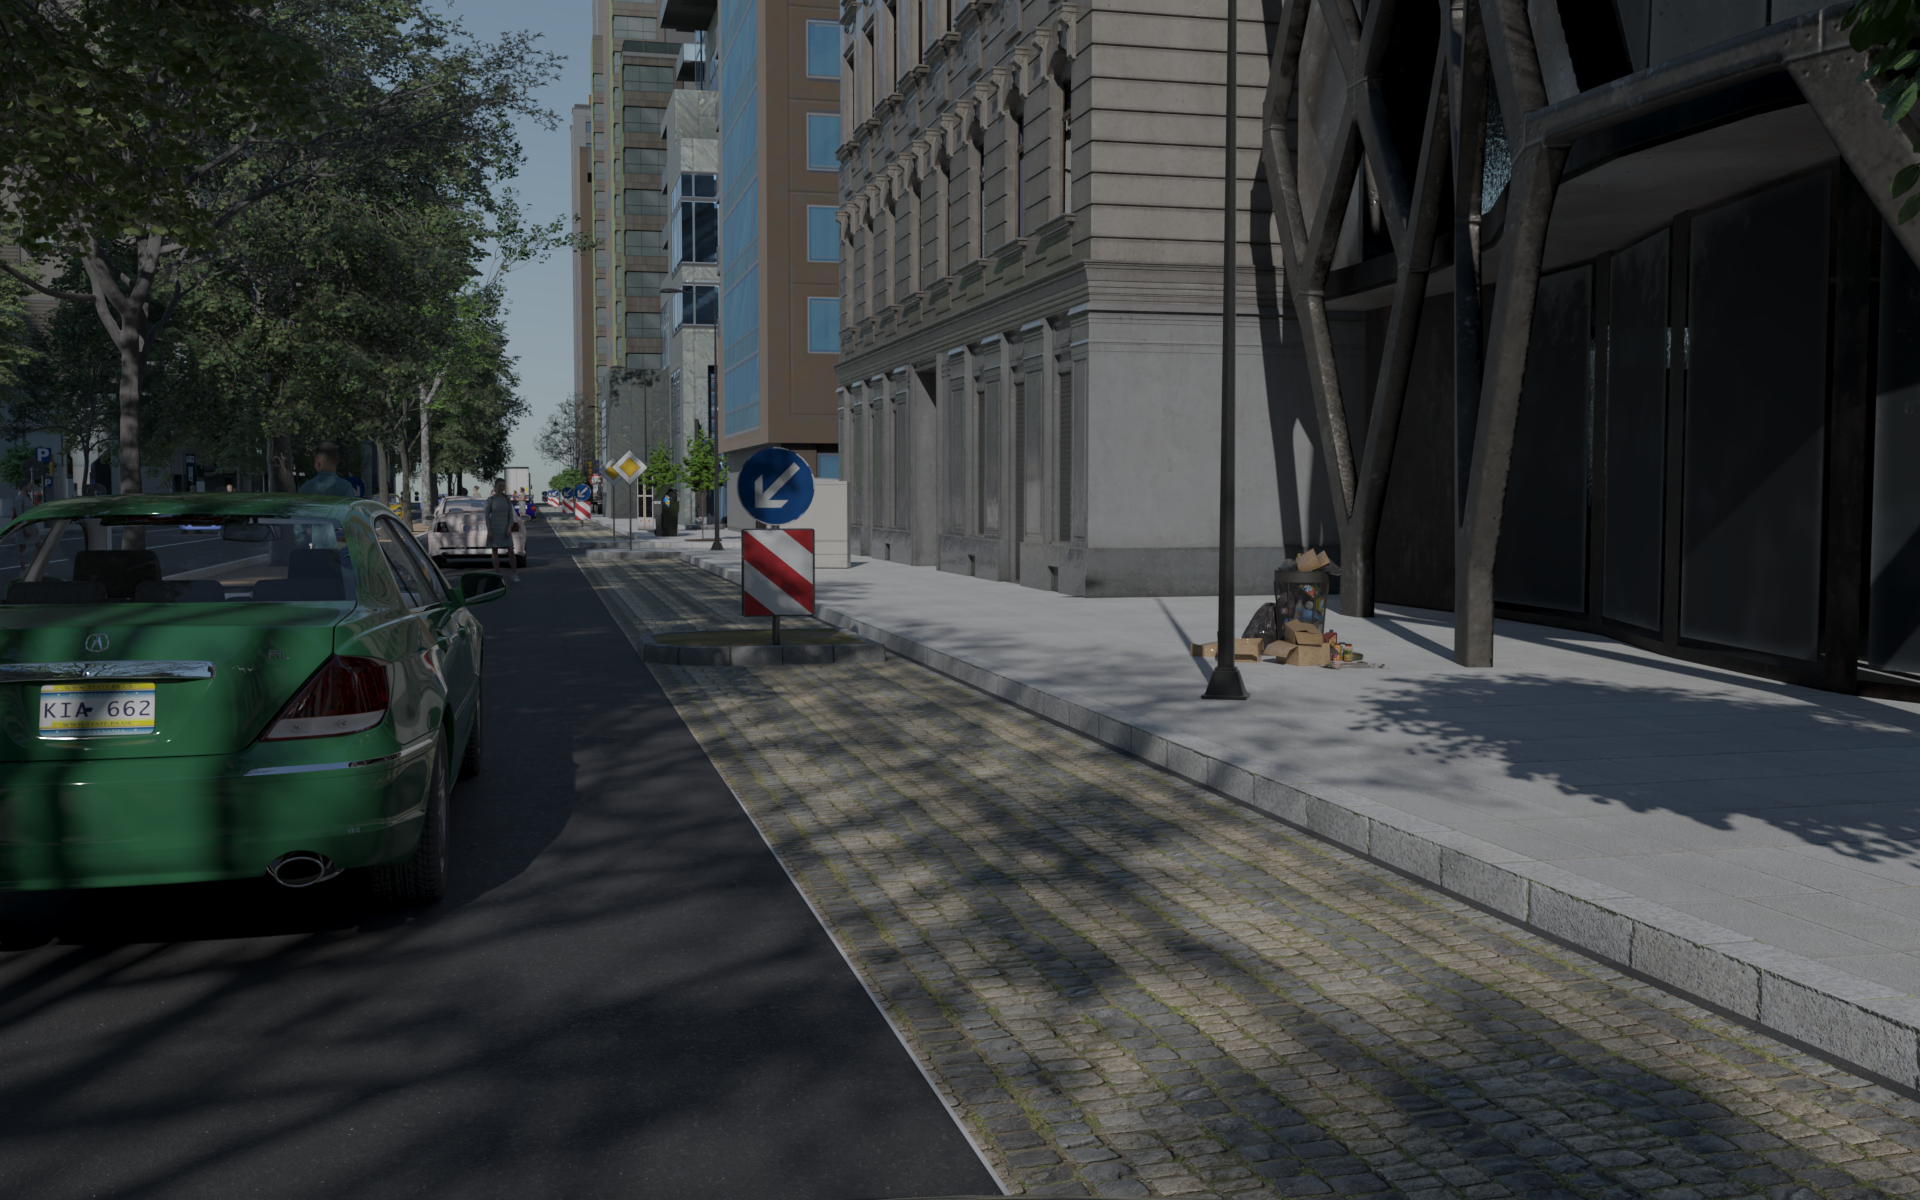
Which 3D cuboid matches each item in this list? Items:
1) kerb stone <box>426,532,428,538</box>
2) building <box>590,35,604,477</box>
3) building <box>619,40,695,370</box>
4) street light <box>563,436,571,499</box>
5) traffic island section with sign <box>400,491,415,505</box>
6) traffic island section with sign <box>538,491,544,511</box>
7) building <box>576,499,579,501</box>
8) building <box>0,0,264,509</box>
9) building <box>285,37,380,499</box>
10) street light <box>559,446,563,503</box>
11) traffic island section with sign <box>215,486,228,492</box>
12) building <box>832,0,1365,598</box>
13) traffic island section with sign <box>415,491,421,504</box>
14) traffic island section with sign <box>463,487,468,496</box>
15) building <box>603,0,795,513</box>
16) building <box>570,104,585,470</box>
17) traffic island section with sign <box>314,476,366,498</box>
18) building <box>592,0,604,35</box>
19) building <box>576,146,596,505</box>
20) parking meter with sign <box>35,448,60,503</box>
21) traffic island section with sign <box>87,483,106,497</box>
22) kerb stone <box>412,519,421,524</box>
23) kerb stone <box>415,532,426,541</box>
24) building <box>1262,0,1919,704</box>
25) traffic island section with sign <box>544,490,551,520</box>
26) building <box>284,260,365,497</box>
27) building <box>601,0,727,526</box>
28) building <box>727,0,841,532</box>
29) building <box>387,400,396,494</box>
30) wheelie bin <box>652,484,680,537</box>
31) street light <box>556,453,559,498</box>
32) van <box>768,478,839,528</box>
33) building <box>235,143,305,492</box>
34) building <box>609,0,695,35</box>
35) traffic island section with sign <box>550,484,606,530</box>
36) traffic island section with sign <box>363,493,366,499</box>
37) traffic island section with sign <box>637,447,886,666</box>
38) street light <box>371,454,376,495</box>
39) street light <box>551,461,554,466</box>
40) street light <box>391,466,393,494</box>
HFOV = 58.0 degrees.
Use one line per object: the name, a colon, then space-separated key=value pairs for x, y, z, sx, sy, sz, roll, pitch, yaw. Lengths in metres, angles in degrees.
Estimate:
kerb stone: x=-17.236 y=-2.037 z=55.498 sx=0.120 sy=0.150 sz=1.000 roll=-1 pitch=4 yaw=-14
building: x=-26.705 y=-29.120 z=159.712 sx=14.154 sy=41.232 sz=14.086 roll=-1 pitch=4 yaw=-14
building: x=-15.576 y=-21.033 z=115.586 sx=14.160 sy=30.474 sz=14.107 roll=-1 pitch=4 yaw=-14
street light: x=-30.665 y=-10.136 z=138.271 sx=1.470 sy=5.913 sz=1.316 roll=-1 pitch=4 yaw=-14
traffic island section with sign: x=-70.536 y=-12.900 z=219.542 sx=1.989 sy=1.847 sz=2.006 roll=-1 pitch=4 yaw=-14
traffic island section with sign: x=-33.673 y=-8.246 z=143.457 sx=1.989 sy=1.847 sz=2.006 roll=-1 pitch=4 yaw=-14
building: x=-36.913 y=-33.534 z=240.163 sx=32.217 sy=40.220 sz=23.993 roll=-1 pitch=4 yaw=-14
building: x=-66.596 y=-32.699 z=123.874 sx=28.713 sy=52.752 sz=27.495 roll=-1 pitch=4 yaw=-14
building: x=-86.882 y=-41.558 z=221.475 sx=21.231 sy=58.520 sz=28.212 roll=-1 pitch=4 yaw=-14
street light: x=-37.471 y=-11.842 z=166.153 sx=1.470 sy=5.913 sz=1.316 roll=-1 pitch=4 yaw=-14
traffic island section with sign: x=-38.316 y=-4.970 z=89.888 sx=1.989 sy=1.847 sz=2.006 roll=-1 pitch=4 yaw=-14
building: x=3.939 y=-11.088 z=30.435 sx=9.793 sy=20.994 sz=18.267 roll=-1 pitch=4 yaw=-14
traffic island section with sign: x=-77.165 y=-14.532 z=246.229 sx=1.989 sy=1.847 sz=2.006 roll=-1 pitch=4 yaw=-14
traffic island section with sign: x=-33.911 y=-6.728 z=118.142 sx=2.006 sy=1.907 sz=1.989 roll=-1 pitch=4 yaw=-14
building: x=-22.562 y=-30.334 z=146.068 sx=14.600 sy=45.320 sz=14.200 roll=-1 pitch=4 yaw=-14
building: x=-48.189 y=-44.151 z=263.875 sx=21.231 sy=58.520 sz=28.212 roll=-1 pitch=4 yaw=-14
traffic island section with sign: x=-15.776 y=-2.268 z=45.216 sx=2.006 sy=1.907 sz=1.989 roll=-1 pitch=4 yaw=-14
building: x=-27.449 y=-39.079 z=180.947 sx=21.231 sy=58.520 sz=28.212 roll=-1 pitch=4 yaw=-14
building: x=-41.046 y=-34.813 z=219.306 sx=14.600 sy=45.320 sz=14.200 roll=-1 pitch=4 yaw=-14
parking meter with sign: x=-34.519 y=-4.254 z=65.809 sx=0.543 sy=3.016 sz=1.738 roll=-1 pitch=4 yaw=-11
traffic island section with sign: x=-31.814 y=-3.370 z=63.726 sx=1.989 sy=1.847 sz=2.006 roll=-1 pitch=4 yaw=-14
kerb stone: x=-26.935 y=-3.887 z=85.833 sx=0.120 sy=0.150 sz=1.000 roll=-1 pitch=4 yaw=-14
kerb stone: x=-16.991 y=-1.976 z=54.506 sx=0.120 sy=0.150 sz=1.000 roll=-1 pitch=4 yaw=-14
building: x=11.831 y=-8.922 z=13.324 sx=16.820 sy=18.784 sz=16.811 roll=-1 pitch=4 yaw=-14
traffic island section with sign: x=-21.678 y=-5.293 z=95.172 sx=1.989 sy=1.847 sz=2.006 roll=-1 pitch=4 yaw=-14
building: x=-77.957 y=-26.366 z=202.781 sx=14.160 sy=30.474 sz=14.107 roll=-1 pitch=4 yaw=-14
building: x=-6.017 y=-47.226 z=84.821 sx=22.319 sy=86.520 sz=31.000 roll=-1 pitch=4 yaw=-14
building: x=-0.063 y=-24.763 z=54.983 sx=14.200 sy=45.320 sz=14.600 roll=-1 pitch=4 yaw=-14
building: x=-93.680 y=-43.245 z=249.062 sx=21.231 sy=58.520 sz=28.212 roll=-1 pitch=4 yaw=-14
wheelie bin: x=-9.170 y=-2.819 z=53.994 sx=0.693 sy=1.594 sz=0.980 roll=0 pitch=4 yaw=-5
street light: x=-44.476 y=-13.564 z=194.308 sx=1.470 sy=5.913 sz=1.316 roll=-1 pitch=4 yaw=-14
van: x=-2.772 y=-2.246 z=43.739 sx=4.112 sy=2.044 sz=2.013 roll=-1 pitch=4 yaw=-15
building: x=-71.871 y=-32.592 z=152.479 sx=23.786 sy=49.044 sz=30.456 roll=-1 pitch=4 yaw=-14
building: x=-19.501 y=-27.435 z=132.161 sx=14.154 sy=41.232 sz=14.086 roll=-1 pitch=4 yaw=-14
traffic island section with sign: x=-15.171 y=-3.693 z=69.011 sx=1.989 sy=1.847 sz=2.006 roll=-1 pitch=4 yaw=-14
traffic island section with sign: x=-57.232 y=-9.625 z=166.004 sx=1.989 sy=1.847 sz=2.006 roll=-1 pitch=4 yaw=-14
traffic island section with sign: x=-1.832 y=-0.410 z=15.337 sx=1.989 sy=1.847 sz=2.006 roll=-1 pitch=4 yaw=-14
street light: x=-66.724 y=-13.803 z=198.227 sx=1.470 sy=5.913 sz=1.316 roll=-1 pitch=4 yaw=-14
street light: x=-50.392 y=-15.013 z=218.001 sx=1.470 sy=5.913 sz=1.316 roll=-1 pitch=4 yaw=-14
street light: x=-73.596 y=-15.508 z=226.094 sx=1.470 sy=5.913 sz=1.316 roll=-1 pitch=4 yaw=-14
